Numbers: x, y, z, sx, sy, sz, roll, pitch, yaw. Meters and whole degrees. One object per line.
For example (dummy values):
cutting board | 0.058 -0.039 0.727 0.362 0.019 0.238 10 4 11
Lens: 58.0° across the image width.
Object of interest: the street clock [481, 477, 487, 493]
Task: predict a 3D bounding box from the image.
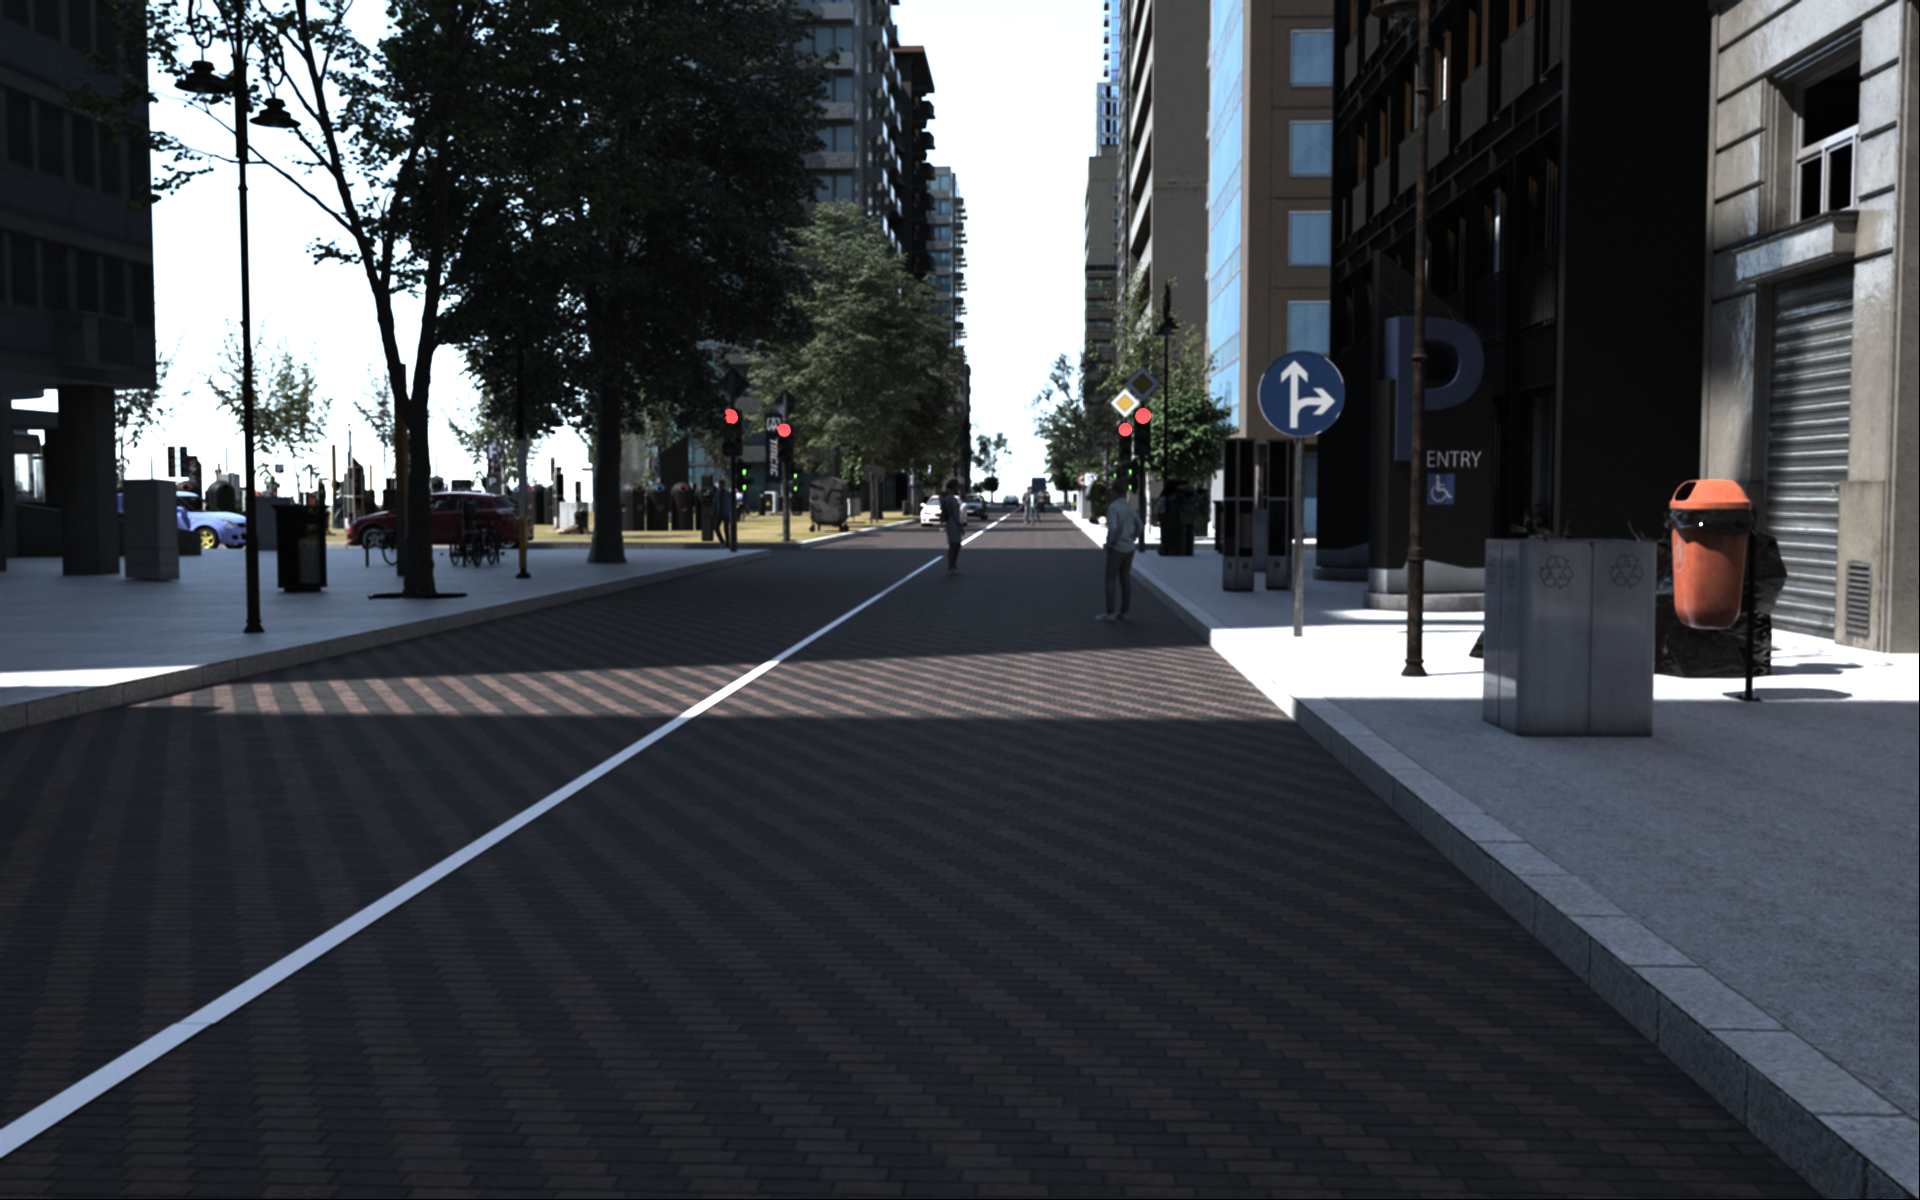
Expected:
street clock | -20.370 -4.284 74.610 0.471 2.002 0.358 2 4 27

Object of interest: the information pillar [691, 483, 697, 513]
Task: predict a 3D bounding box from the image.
information pillar | -17.949 -6.874 116.876 0.304 2.012 0.304 -2 4 -26

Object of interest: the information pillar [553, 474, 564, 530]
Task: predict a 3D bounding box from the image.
information pillar | -14.364 -3.518 62.006 0.304 2.012 0.304 -2 4 -33

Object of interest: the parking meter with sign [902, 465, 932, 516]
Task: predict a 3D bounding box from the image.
parking meter with sign | -2.569 -6.581 103.860 1.738 3.016 0.543 -1 4 -18

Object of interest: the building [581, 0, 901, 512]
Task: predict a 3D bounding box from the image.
building | -16.415 -31.676 137.506 23.786 49.044 30.456 0 4 3

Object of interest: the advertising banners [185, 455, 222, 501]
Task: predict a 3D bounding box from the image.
advertising banners | -33.985 -5.040 78.588 2.074 3.025 0.090 -1 4 -19

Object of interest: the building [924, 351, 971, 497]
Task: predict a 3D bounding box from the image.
building | -12.920 -23.197 224.310 27.650 21.520 28.899 0 4 3

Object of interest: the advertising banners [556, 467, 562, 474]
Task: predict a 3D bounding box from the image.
advertising banners | -25.953 -6.935 109.579 0.090 3.025 2.074 3 4 37

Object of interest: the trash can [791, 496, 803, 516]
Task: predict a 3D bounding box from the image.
trash can | -9.769 -5.635 103.782 0.748 1.137 0.748 0 3 0

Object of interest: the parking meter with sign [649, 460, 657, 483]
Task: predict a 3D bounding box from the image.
parking meter with sign | -14.814 -5.571 87.353 1.738 3.016 0.543 2 4 30

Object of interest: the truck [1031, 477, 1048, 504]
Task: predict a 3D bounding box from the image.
truck | 12.318 -16.979 267.361 2.967 4.110 18.799 0 4 1

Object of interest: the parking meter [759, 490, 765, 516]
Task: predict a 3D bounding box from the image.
parking meter | -11.746 -5.769 102.731 0.372 1.533 0.369 0 3 0

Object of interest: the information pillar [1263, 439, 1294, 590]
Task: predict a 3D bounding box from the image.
information pillar | 4.284 -1.145 23.216 0.304 2.012 0.304 1 4 22

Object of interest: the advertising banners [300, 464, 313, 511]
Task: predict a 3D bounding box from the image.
advertising banners | -37.680 -6.344 99.910 0.090 3.025 2.074 0 4 0

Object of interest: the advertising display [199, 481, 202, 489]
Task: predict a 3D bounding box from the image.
advertising display | -36.556 -4.746 82.808 0.123 1.923 0.974 0 4 7

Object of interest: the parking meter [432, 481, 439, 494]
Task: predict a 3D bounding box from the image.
parking meter | -23.633 -4.423 78.034 0.255 1.863 0.399 -2 4 -27

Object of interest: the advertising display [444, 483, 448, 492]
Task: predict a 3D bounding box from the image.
advertising display | -30.225 -5.844 100.767 0.974 1.923 0.123 1 4 10

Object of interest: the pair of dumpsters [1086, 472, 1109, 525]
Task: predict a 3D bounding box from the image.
pair of dumpsters | 6.183 -4.357 73.730 1.574 2.255 4.437 0 4 3

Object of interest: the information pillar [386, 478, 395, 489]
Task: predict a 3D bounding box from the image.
information pillar | -25.822 -4.531 78.578 0.304 2.012 0.304 1 4 9

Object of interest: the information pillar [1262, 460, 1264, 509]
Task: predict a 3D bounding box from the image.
information pillar | 6.677 -2.004 37.250 0.304 2.012 0.304 2 4 24

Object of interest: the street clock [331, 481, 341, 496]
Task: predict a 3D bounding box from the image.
street clock | -33.969 -5.487 94.288 0.471 2.002 0.358 -3 5 -44

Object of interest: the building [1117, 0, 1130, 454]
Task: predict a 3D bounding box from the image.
building | 25.109 -45.481 181.872 20.563 71.187 20.611 0 4 3

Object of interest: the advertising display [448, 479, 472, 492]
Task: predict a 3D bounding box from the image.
advertising display | -21.932 -4.343 76.228 0.123 1.923 0.974 3 5 42

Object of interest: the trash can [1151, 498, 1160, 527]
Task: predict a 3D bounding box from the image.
trash can | 7.806 -3.451 68.072 0.748 1.137 0.748 0 3 0

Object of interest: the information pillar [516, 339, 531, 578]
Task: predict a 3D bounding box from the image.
information pillar | -6.707 -2.152 26.539 0.183 3.616 0.504 0 4 -8

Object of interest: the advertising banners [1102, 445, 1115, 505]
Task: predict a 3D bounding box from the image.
advertising banners | 5.510 -4.052 62.430 0.090 3.025 2.074 2 4 28

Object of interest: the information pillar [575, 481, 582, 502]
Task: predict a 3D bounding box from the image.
information pillar | -21.397 -5.665 97.113 0.304 2.012 0.304 0 4 2

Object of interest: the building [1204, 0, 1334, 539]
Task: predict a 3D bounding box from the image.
building | 15.550 -24.735 54.526 14.200 45.320 14.600 0 4 3

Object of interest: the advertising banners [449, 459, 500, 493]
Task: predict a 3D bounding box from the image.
advertising banners | -18.659 -4.306 66.597 2.074 3.025 0.090 -1 4 -15

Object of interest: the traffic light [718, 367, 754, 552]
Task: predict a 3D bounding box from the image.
traffic light | -5.023 -3.029 38.451 0.839 4.253 0.868 0 4 3

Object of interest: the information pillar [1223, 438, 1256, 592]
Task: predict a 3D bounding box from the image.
information pillar | 3.676 -1.121 22.821 0.304 2.012 0.304 -2 4 -30

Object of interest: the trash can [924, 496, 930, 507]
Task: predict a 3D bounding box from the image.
trash can | -2.285 -6.194 112.921 0.748 1.137 0.748 0 3 0

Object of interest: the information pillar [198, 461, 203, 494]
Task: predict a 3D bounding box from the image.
information pillar | -49.654 -7.442 113.023 0.183 3.616 0.504 1 4 18

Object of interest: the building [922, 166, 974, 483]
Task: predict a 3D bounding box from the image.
building | -10.137 -38.739 252.994 23.786 49.044 30.456 0 4 3

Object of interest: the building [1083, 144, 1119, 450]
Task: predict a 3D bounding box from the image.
building | 27.777 -37.426 235.611 21.300 48.544 21.600 0 4 3

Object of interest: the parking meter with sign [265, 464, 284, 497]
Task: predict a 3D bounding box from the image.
parking meter with sign | -39.719 -6.344 99.978 1.738 3.016 0.543 3 4 37

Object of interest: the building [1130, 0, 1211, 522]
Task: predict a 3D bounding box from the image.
building | 19.751 -28.335 86.986 21.300 48.544 21.600 0 4 3

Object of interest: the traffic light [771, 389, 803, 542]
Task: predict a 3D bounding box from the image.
traffic light | -4.646 -3.517 46.428 0.839 4.253 0.868 0 4 3

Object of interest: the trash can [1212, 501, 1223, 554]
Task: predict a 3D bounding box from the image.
trash can | 5.804 -1.572 37.361 0.748 1.137 0.748 0 3 0

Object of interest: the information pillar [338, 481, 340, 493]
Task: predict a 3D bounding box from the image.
information pillar | -34.611 -5.669 97.175 0.304 2.012 0.304 -2 4 -34

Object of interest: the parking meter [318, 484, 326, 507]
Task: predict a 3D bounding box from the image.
parking meter | -32.320 -5.018 87.761 0.399 1.863 0.255 -1 4 -21

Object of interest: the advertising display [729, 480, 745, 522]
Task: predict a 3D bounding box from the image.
advertising display | -10.312 -4.580 80.091 0.974 1.923 0.123 3 5 41

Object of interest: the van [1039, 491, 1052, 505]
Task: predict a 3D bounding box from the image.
van | 10.869 -13.249 223.629 2.013 2.044 4.112 0 4 1

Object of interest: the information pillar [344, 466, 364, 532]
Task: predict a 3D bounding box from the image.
information pillar | -16.084 -2.544 46.082 0.304 2.012 0.304 3 4 36

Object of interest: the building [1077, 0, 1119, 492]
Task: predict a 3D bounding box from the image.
building | 29.271 -58.027 261.406 22.319 86.520 31.000 0 4 3

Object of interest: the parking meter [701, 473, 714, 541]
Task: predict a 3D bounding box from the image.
parking meter | -6.879 -2.536 47.169 0.255 1.863 0.399 0 4 5

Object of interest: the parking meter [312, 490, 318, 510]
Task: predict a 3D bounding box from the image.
parking meter | -44.857 -6.851 120.430 0.372 1.533 0.369 0 3 0

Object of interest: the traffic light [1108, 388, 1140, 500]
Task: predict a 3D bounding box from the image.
traffic light | 4.356 -3.492 46.020 0.839 4.253 0.868 0 4 3

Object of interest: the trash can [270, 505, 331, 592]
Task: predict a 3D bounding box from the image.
trash can | -8.656 -0.680 22.772 0.748 1.137 0.748 0 3 0

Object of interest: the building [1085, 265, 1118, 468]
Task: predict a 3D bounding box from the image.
building | 22.793 -27.331 218.557 14.160 30.474 14.107 0 4 3

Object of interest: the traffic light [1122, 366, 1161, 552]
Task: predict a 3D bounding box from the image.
traffic light | 3.979 -3.004 38.043 0.839 4.253 0.868 0 4 3

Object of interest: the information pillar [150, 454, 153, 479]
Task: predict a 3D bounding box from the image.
information pillar | -46.658 -6.645 100.007 0.183 3.616 0.504 -2 4 -34

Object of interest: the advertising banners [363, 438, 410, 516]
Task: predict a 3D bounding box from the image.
advertising banners | -17.704 -3.515 53.665 0.090 3.025 2.074 3 4 38

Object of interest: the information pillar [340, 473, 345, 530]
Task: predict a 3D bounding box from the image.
information pillar | -20.896 -3.354 59.329 0.304 2.012 0.304 3 4 38

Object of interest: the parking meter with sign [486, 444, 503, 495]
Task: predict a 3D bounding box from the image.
parking meter with sign | -15.948 -3.844 59.113 0.543 3.016 1.738 -1 4 -10

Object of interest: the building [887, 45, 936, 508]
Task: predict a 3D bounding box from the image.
building | -13.808 -31.383 167.731 22.147 44.769 28.867 0 4 3
